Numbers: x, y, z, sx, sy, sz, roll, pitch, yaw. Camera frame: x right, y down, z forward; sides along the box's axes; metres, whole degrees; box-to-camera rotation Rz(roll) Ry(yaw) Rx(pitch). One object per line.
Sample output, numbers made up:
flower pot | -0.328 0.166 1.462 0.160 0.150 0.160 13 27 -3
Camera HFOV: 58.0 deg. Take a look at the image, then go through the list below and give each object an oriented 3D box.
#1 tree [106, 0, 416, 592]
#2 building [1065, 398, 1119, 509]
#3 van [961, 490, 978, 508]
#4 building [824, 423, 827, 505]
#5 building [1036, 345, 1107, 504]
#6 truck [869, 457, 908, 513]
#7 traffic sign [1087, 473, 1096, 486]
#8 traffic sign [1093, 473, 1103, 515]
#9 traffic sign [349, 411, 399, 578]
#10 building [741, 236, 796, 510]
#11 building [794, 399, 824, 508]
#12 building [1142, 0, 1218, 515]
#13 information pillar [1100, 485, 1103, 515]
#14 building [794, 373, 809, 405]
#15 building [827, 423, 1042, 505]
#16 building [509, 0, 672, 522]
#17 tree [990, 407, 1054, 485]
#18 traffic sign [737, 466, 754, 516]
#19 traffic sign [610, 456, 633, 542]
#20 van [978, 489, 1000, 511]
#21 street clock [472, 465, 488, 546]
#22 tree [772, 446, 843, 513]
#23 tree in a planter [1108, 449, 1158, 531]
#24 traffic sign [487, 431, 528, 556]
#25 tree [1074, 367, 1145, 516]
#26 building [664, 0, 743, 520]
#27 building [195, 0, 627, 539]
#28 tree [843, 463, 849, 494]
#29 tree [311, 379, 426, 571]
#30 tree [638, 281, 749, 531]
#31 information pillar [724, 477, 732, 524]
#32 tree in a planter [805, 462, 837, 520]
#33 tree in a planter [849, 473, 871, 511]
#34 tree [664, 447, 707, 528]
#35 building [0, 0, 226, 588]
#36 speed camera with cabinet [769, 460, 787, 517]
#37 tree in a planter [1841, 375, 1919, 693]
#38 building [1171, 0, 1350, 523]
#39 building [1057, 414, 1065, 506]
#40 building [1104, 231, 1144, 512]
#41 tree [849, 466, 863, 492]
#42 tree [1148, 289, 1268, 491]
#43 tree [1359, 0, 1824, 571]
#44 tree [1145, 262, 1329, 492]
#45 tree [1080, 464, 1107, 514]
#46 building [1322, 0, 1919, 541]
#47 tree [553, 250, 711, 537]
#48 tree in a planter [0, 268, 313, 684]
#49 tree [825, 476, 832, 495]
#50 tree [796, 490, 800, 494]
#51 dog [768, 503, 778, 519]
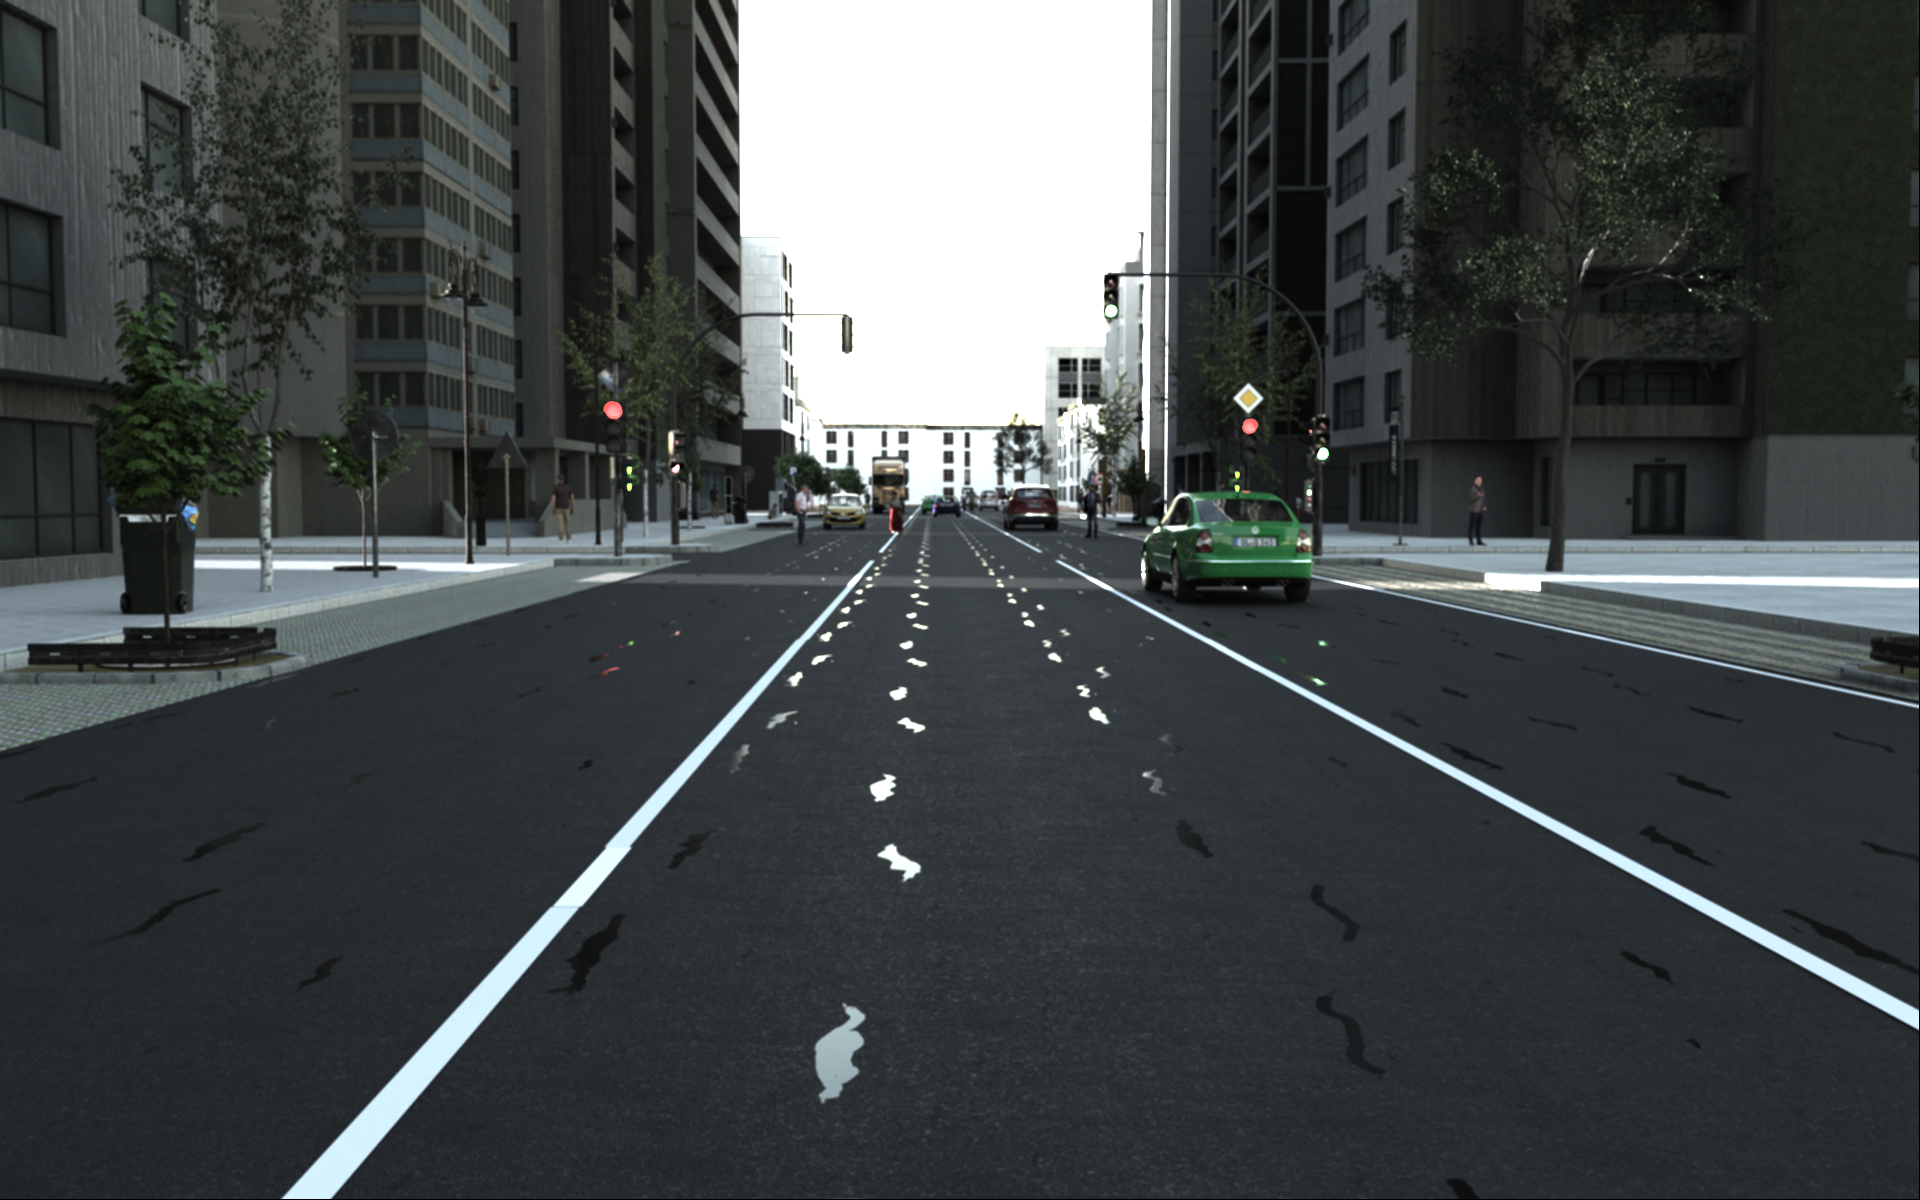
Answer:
tree | -9.222 -4.430 22.792 4.360 8.622 3.978 0 3 0
building | 15.003 -12.758 150.737 9.099 9.664 28.070 0 4 -1
van | 1.056 -10.871 184.759 2.013 2.044 4.112 0 4 1
building | -29.026 -15.021 187.733 28.070 9.664 9.099 0 4 -1
building | 25.621 -21.287 214.503 31.486 18.905 16.747 0 4 -1
truck | -5.388 -8.719 131.464 2.839 4.237 11.283 0 4 -2
traffic sign | 8.230 -6.535 106.955 0.768 2.556 0.104 0 4 5
traffic sign | 8.368 -6.336 103.699 0.768 2.556 0.104 0 4 4
traffic sign | -8.987 -1.618 26.567 0.768 2.556 0.104 0 4 3
building | -28.002 -17.789 134.829 27.936 21.610 32.646 0 4 -1
building | -18.801 -13.740 166.798 9.099 9.664 28.070 0 4 -1
building | 21.662 -34.357 103.730 21.231 58.520 28.212 0 4 -1
information pillar | 8.918 -6.351 108.336 0.304 2.012 0.304 -1 4 -14
building | -34.935 -21.208 213.210 31.486 18.905 16.747 0 4 -1
building | -4.088 -16.401 210.304 28.070 9.664 9.099 0 4 -1
building | -20.869 -18.624 76.207 14.160 30.474 14.107 0 4 -1
tree | 6.684 -15.355 185.464 7.601 10.594 8.767 1 4 12
traffic sign | -9.577 -4.725 77.366 0.768 2.556 0.104 0 4 4
traffic sign | -9.050 -2.703 46.319 0.606 2.300 0.079 0 4 1
van | 2.479 -8.679 148.914 2.013 2.044 4.112 0 4 0
street clock | -11.846 -2.337 42.776 0.358 2.002 0.471 -3 4 -39
tree | -11.158 -8.221 118.130 4.285 4.588 4.351 0 3 0
tree in a planter | 6.885 -4.357 68.465 1.991 3.239 1.994 0 4 -1
traffic sign | -9.399 -2.200 35.974 0.884 2.594 0.081 0 4 4
tree | 8.698 -9.152 99.991 4.737 8.622 4.395 0 3 0
building | -23.790 -28.786 94.356 21.300 48.544 21.600 0 4 -1
building | -28.532 -22.317 56.761 32.217 40.220 23.993 0 4 -1
tree | -11.681 -9.038 131.482 4.285 4.588 4.351 0 3 0
tree | -10.183 -2.123 29.320 1.663 3.219 1.824 0 3 0
tree | -9.472 -6.743 60.610 4.360 8.622 3.978 0 3 0
information pillar | -9.842 -4.224 73.554 0.304 2.012 0.304 -1 4 -15
tree in a planter | -7.716 -6.006 95.416 1.991 3.239 1.994 0 4 -1
tree in a planter | -8.522 -9.079 145.666 1.991 3.239 1.994 0 4 -1
tree | -10.101 -4.343 65.606 1.663 3.219 1.824 0 3 0
building | -19.127 -15.438 24.109 14.107 30.474 14.160 0 4 -1
speed camera with cabinet | -10.405 -6.410 99.132 0.660 3.252 2.038 1 4 9
tree in a planter | 7.781 -0.957 12.870 1.991 3.239 1.994 0 4 -1
building | 21.480 -39.165 78.599 20.563 71.187 20.611 0 4 -1
building | 15.521 -14.472 178.767 9.099 9.664 28.070 0 4 -1
building | 19.110 -16.755 130.370 16.016 20.091 11.380 0 4 -1
tree | -11.798 -12.106 181.654 4.285 4.588 4.351 0 3 0
tree | 9.051 -6.791 61.387 4.360 8.622 3.978 0 3 0
tree | 10.201 -5.745 28.350 7.601 10.594 8.767 1 4 9
tree | 9.261 -6.418 55.302 4.737 8.622 4.395 0 3 0
tree | 8.484 -7.171 111.844 1.663 3.219 1.824 0 3 0
building | 19.735 -17.221 53.266 14.107 30.474 14.160 0 4 -1
tree | -9.636 -6.190 51.575 4.737 8.622 4.395 0 3 0
tree in a planter | -6.388 -1.017 13.859 1.991 3.239 1.994 0 4 -1
tree | -11.372 -9.295 146.578 1.663 3.219 1.824 0 3 0
tree | -11.423 -7.851 122.970 1.663 3.219 1.824 0 3 0
dog | -9.723 -4.548 88.736 0.800 0.831 0.513 -1 4 -10
